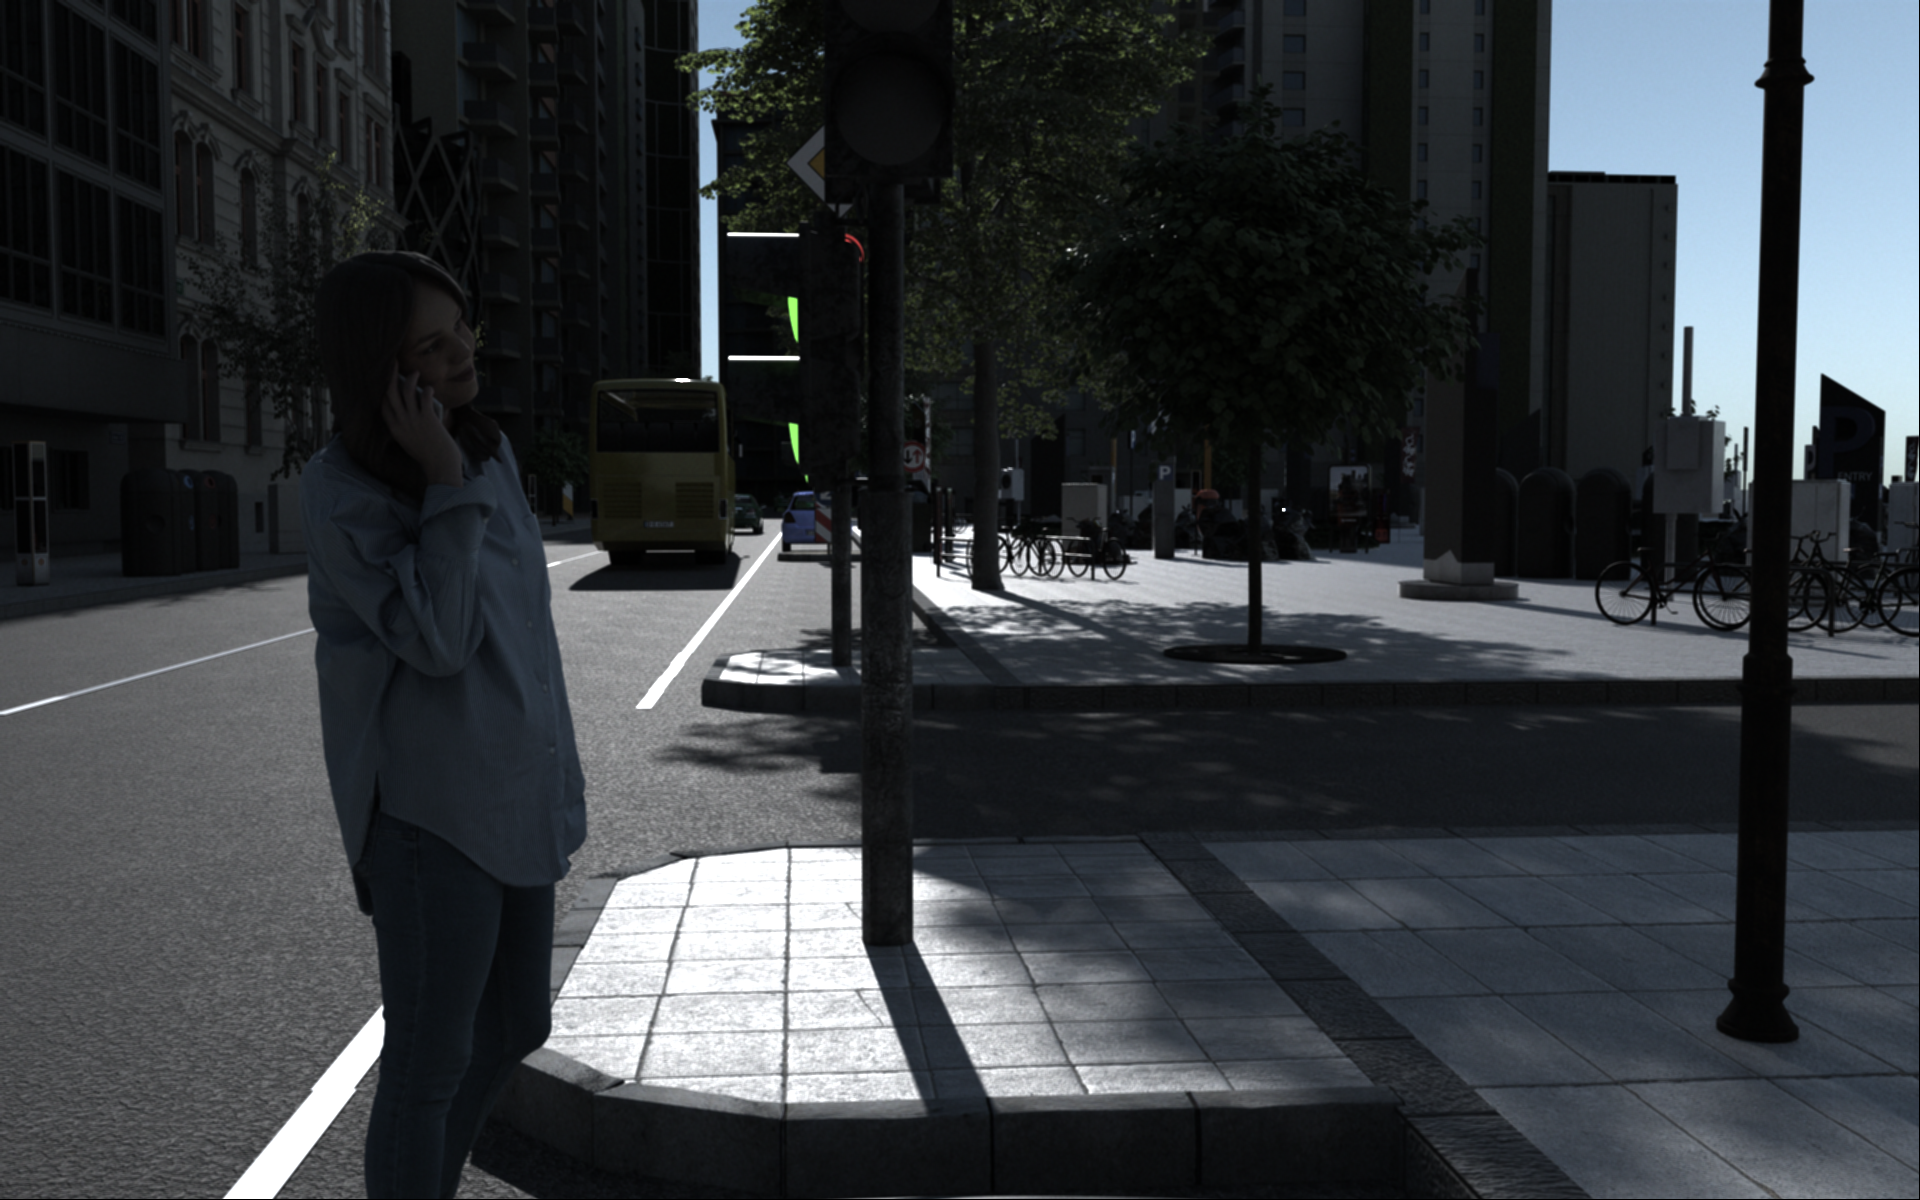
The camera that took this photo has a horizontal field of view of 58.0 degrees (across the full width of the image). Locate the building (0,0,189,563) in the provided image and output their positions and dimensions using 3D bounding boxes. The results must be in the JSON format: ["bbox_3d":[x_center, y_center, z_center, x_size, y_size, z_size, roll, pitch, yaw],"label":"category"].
[{"bbox_3d":[-22.693,-14.157,24.975,14.314,27.812,24.014,0,4,-5],"label":"building"}]

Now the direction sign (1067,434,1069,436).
[{"bbox_3d":[3.878,-4.441,64.613,0.379,3.537,0.876,2,4,29],"label":"direction sign"}]

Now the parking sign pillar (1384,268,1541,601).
[{"bbox_3d":[6.180,-2.014,21.397,1.447,3.967,1.447,0,4,-5],"label":"parking sign pillar"}]

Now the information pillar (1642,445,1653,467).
[{"bbox_3d":[32.508,-5.536,81.872,0.504,3.616,0.183,3,4,38],"label":"information pillar"}]

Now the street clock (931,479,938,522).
[{"bbox_3d":[-1.152,-4.087,71.390,0.358,2.002,0.471,-3,5,-42],"label":"street clock"}]

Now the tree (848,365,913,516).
[{"bbox_3d":[-3.989,-8.001,81.178,4.737,8.622,4.395,0,3,0],"label":"tree"}]

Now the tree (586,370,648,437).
[{"bbox_3d":[-19.725,-9.271,101.945,4.737,8.622,4.395,0,3,0],"label":"tree"}]

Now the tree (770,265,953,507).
[{"bbox_3d":[-5.241,-11.278,91.047,9.857,13.997,8.962,0,3,0],"label":"tree"}]

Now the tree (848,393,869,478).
[{"bbox_3d":[-1.752,-3.956,48.389,4.285,4.588,4.351,0,3,0],"label":"tree"}]

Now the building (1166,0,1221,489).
[{"bbox_3d":[6.062,-28.746,124.615,22.147,44.769,28.867,0,4,-5],"label":"building"}]

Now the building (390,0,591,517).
[{"bbox_3d":[-33.666,-27.245,100.081,22.147,44.769,28.867,0,4,-5],"label":"building"}]

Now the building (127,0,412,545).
[{"bbox_3d":[-24.853,-15.976,48.595,14.401,28.519,23.554,0,4,-5],"label":"building"}]

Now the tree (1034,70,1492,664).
[{"bbox_3d":[2.294,-1.833,13.688,4.285,4.588,4.351,0,3,0],"label":"tree"}]

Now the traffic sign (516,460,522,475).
[{"bbox_3d":[-16.136,-3.802,62.265,0.768,2.556,0.104,0,4,3],"label":"traffic sign"}]

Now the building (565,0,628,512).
[{"bbox_3d":[-31.304,-26.808,121.901,14.154,41.232,14.086,0,4,-5],"label":"building"}]

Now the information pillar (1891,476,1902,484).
[{"bbox_3d":[37.241,-3.939,68.892,0.304,2.012,0.304,-3,4,-39],"label":"information pillar"}]

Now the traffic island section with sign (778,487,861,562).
[{"bbox_3d":[-2.957,-1.771,37.592,1.989,1.847,2.006,0,4,-5],"label":"traffic island section with sign"}]

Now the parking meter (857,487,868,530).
[{"bbox_3d":[-3.518,-3.311,62.550,0.372,1.533,0.369,0,3,0],"label":"parking meter"}]

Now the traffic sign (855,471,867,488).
[{"bbox_3d":[-4.820,-5.225,85.532,0.768,2.556,0.104,0,4,0],"label":"traffic sign"}]

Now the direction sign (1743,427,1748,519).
[{"bbox_3d":[26.598,-4.079,58.697,0.379,3.537,0.876,2,4,31],"label":"direction sign"}]

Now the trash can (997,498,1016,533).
[{"bbox_3d":[1.469,-2.797,57.384,0.748,1.137,0.748,0,3,0],"label":"trash can"}]

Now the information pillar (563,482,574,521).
[{"bbox_3d":[-18.915,-5.638,83.533,0.504,3.616,0.183,-2,4,-29],"label":"information pillar"}]

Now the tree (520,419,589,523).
[{"bbox_3d":[-17.691,-5.654,76.151,4.285,4.588,4.351,0,3,0],"label":"tree"}]

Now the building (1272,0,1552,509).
[{"bbox_3d":[34.761,-37.372,153.026,28.212,58.520,21.231,0,4,-5],"label":"building"}]

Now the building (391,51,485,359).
[{"bbox_3d":[-27.967,-12.336,69.153,16.820,18.784,16.811,0,4,-5],"label":"building"}]

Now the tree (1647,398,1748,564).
[{"bbox_3d":[13.252,-2.274,31.786,1.663,3.219,1.824,0,3,0],"label":"tree"}]

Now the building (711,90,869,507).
[{"bbox_3d":[-12.933,-32.375,183.956,28.867,44.769,22.147,0,4,-5],"label":"building"}]

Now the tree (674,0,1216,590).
[{"bbox_3d":[0.011,-6.402,22.801,7.486,12.596,7.792,0,3,0],"label":"tree"}]

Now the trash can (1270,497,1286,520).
[{"bbox_3d":[14.452,-4.092,78.550,0.748,1.137,0.748,0,3,0],"label":"trash can"}]

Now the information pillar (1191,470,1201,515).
[{"bbox_3d":[7.276,-2.993,53.431,0.304,2.012,0.304,0,4,7],"label":"information pillar"}]

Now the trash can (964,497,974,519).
[{"bbox_3d":[0.543,-4.229,80.790,0.748,1.137,0.748,0,3,0],"label":"trash can"}]

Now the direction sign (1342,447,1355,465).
[{"bbox_3d":[18.679,-5.589,83.377,0.876,3.537,0.379,-2,4,-33],"label":"direction sign"}]

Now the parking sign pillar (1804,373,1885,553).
[{"bbox_3d":[19.667,-3.048,38.300,1.447,3.967,1.447,3,5,39],"label":"parking sign pillar"}]

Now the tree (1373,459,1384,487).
[{"bbox_3d":[20.690,-5.343,81.953,1.663,3.219,1.824,0,3,0],"label":"tree"}]

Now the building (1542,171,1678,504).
[{"bbox_3d":[55.565,-23.686,158.966,14.107,30.474,14.160,0,4,-5],"label":"building"}]

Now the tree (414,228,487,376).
[{"bbox_3d":[-14.421,-5.773,44.756,4.360,8.622,3.978,0,3,0],"label":"tree"}]

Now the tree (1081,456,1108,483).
[{"bbox_3d":[7.166,-5.754,88.676,1.663,3.219,1.824,0,3,0],"label":"tree"}]

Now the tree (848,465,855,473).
[{"bbox_3d":[-8.220,-10.595,123.584,4.360,8.622,3.978,0,3,0],"label":"tree"}]

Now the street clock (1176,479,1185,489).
[{"bbox_3d":[10.660,-4.842,83.732,0.358,2.002,0.471,-1,4,-23],"label":"street clock"}]

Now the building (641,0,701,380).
[{"bbox_3d":[-38.172,-45.412,180.734,20.611,71.187,20.563,0,4,-5],"label":"building"}]

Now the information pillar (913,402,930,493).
[{"bbox_3d":[-0.979,-3.208,43.798,0.504,3.616,0.183,2,4,33],"label":"information pillar"}]

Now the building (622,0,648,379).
[{"bbox_3d":[-38.139,-31.977,146.530,21.600,48.544,21.300,0,4,-5],"label":"building"}]

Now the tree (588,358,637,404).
[{"bbox_3d":[-18.238,-8.804,94.315,4.360,8.622,3.978,0,3,0],"label":"tree"}]

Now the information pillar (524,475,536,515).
[{"bbox_3d":[-16.528,-3.800,66.623,0.304,2.012,0.304,3,5,44],"label":"information pillar"}]

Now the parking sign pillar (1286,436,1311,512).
[{"bbox_3d":[12.400,-4.586,63.459,1.447,3.967,1.447,-1,4,-12],"label":"parking sign pillar"}]

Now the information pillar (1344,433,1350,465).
[{"bbox_3d":[14.249,-4.433,63.832,0.183,3.616,0.504,0,4,-6],"label":"information pillar"}]

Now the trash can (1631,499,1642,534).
[{"bbox_3d":[17.811,-2.087,45.781,0.748,1.137,0.748,0,3,0],"label":"trash can"}]

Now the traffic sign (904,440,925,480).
[{"bbox_3d":[-1.126,-2.517,41.264,0.768,2.556,0.104,0,4,3],"label":"traffic sign"}]

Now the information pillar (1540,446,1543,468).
[{"bbox_3d":[28.517,-5.729,85.031,0.183,3.616,0.504,1,4,14],"label":"information pillar"}]

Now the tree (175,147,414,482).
[{"bbox_3d":[-13.774,-5.241,36.047,4.360,8.622,3.978,0,3,0],"label":"tree"}]

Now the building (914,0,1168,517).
[{"bbox_3d":[4.178,-25.655,103.051,14.154,41.232,14.086,0,4,-5],"label":"building"}]

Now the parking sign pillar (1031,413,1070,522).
[{"bbox_3d":[3.022,-4.245,57.882,1.447,3.967,1.447,2,4,32],"label":"parking sign pillar"}]

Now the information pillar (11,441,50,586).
[{"bbox_3d":[-12.958,-1.203,24.156,0.304,2.012,0.304,1,4,14],"label":"information pillar"}]
